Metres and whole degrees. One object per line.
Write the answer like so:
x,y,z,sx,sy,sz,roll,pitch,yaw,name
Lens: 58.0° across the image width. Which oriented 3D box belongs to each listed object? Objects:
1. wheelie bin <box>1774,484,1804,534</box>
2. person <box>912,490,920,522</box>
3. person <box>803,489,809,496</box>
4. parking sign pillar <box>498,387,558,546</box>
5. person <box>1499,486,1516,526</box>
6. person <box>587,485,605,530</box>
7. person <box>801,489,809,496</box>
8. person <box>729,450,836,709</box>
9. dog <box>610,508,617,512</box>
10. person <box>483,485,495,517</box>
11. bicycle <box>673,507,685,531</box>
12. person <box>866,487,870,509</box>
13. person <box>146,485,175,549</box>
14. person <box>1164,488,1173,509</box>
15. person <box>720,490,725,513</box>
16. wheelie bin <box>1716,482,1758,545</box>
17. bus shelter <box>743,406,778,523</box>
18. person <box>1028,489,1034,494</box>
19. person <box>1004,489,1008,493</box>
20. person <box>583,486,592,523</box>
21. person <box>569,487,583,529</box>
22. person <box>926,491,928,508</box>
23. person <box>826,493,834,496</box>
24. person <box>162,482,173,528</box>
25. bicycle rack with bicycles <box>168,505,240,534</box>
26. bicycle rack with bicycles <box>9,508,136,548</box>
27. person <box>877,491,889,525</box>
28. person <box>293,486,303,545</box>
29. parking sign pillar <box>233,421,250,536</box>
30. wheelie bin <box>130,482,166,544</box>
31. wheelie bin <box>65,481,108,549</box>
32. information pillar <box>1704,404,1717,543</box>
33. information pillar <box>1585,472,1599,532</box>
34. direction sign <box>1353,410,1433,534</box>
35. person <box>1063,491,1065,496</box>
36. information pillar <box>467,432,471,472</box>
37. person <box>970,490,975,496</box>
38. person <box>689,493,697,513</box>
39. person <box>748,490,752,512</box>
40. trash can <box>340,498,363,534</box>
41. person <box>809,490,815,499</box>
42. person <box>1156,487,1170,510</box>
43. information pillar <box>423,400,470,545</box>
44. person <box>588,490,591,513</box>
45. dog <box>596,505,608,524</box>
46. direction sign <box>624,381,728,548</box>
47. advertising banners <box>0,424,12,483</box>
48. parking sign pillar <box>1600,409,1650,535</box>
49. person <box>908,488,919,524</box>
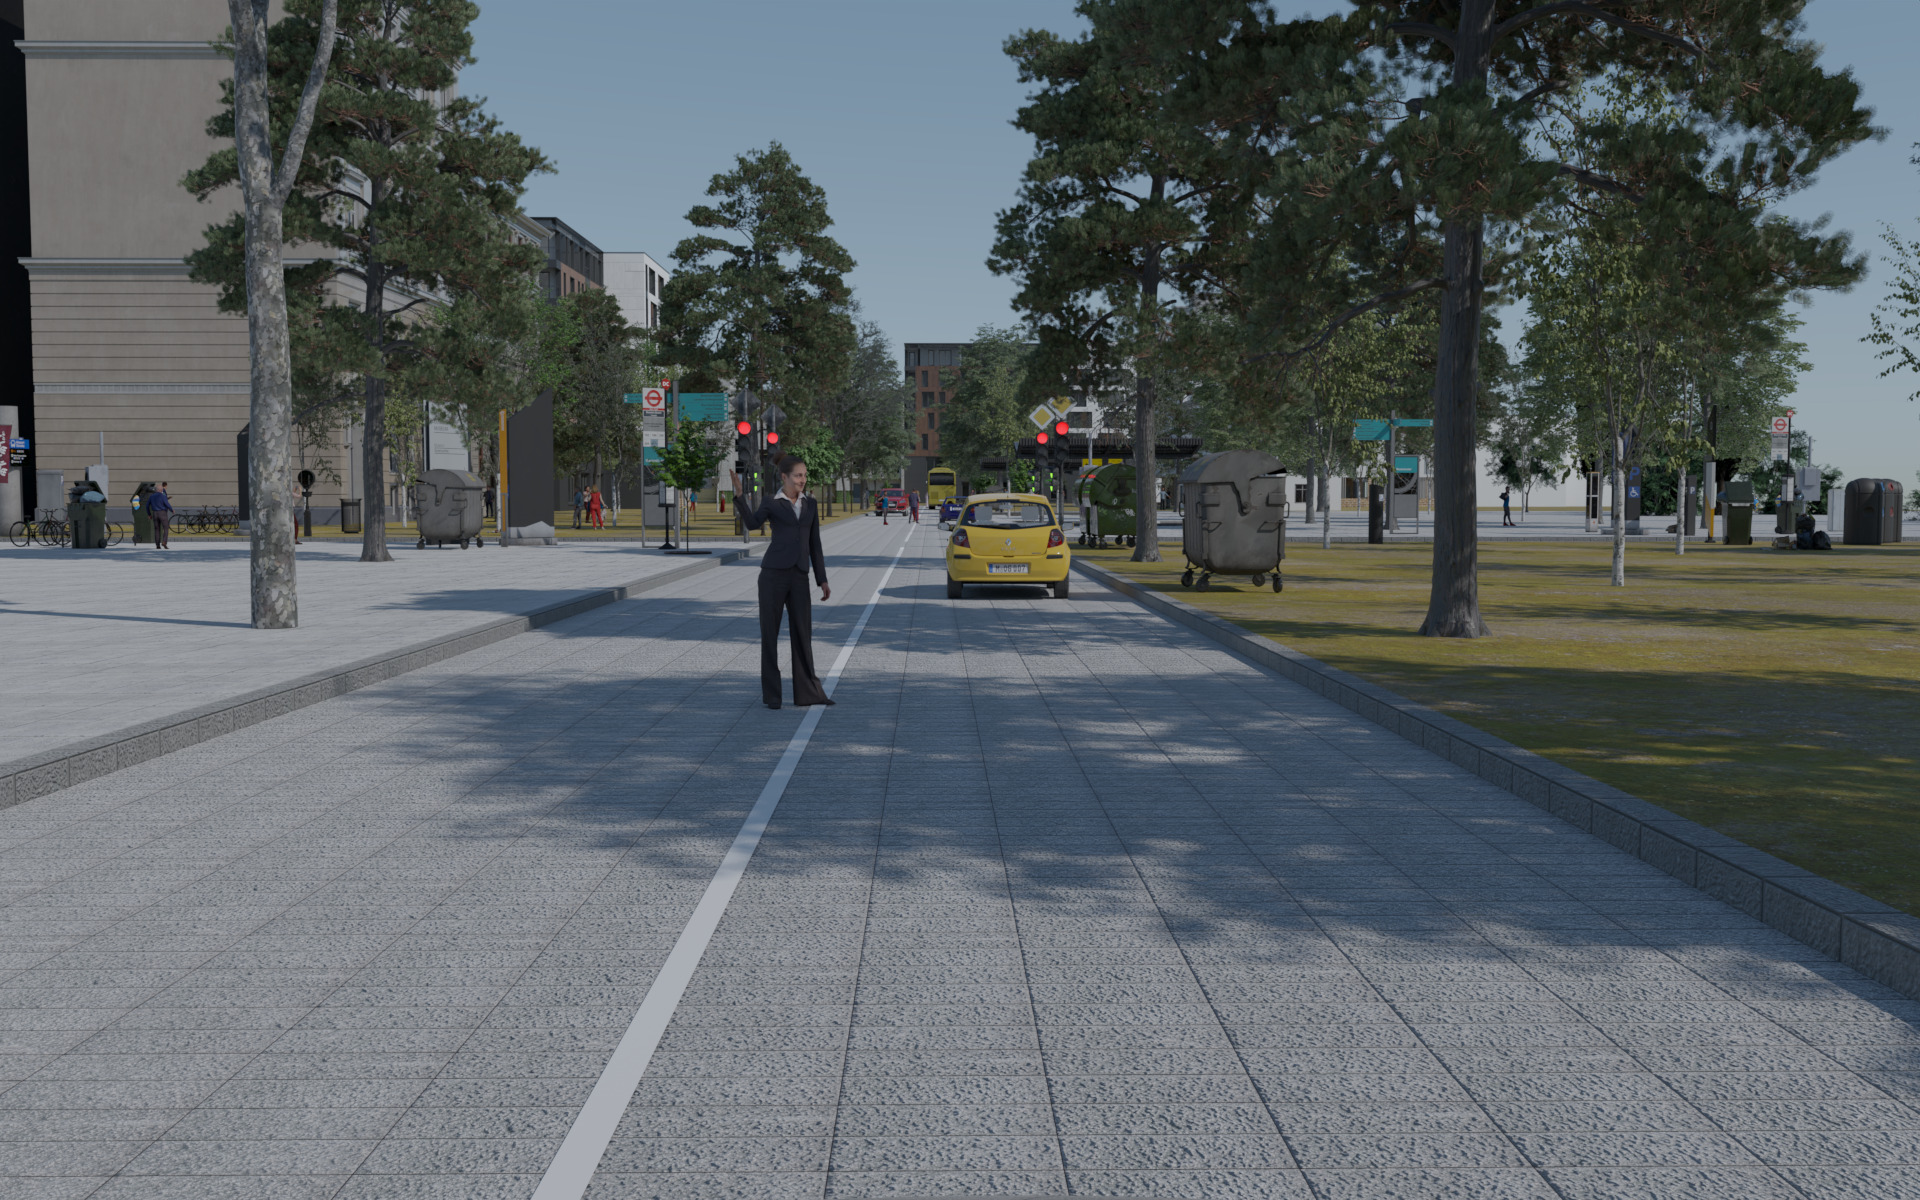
26.910,-2.950,56.148,0.980,1.594,0.693,-2,4,-27,wheelie bin
-2.275,-4.769,88.185,0.444,1.614,0.593,-1,4,-9,person
-15.743,-10.457,177.103,1.350,1.814,0.705,-3,4,-38,person
-10.862,-3.362,43.446,1.447,3.967,1.447,3,5,42,parking sign pillar
22.103,-3.792,69.916,0.662,1.594,0.647,1,4,8,person
-12.880,-3.275,61.292,0.593,1.614,0.444,0,4,6,person
-16.513,-10.820,182.911,1.348,1.831,0.705,0,4,4,person
-1.185,-0.133,11.486,0.445,1.727,0.742,2,4,28,person
-25.337,-6.666,126.719,0.550,0.427,0.748,0,4,2,dog
-25.873,-5.398,94.823,0.617,1.759,0.750,1,4,13,person
-9.436,-2.723,57.738,0.635,0.972,1.543,-1,4,-17,bicycle
-7.743,-8.355,142.627,0.705,1.826,1.348,2,4,33,person
-18.628,-1.944,40.516,0.574,1.496,0.600,2,4,25,person
18.172,-8.901,151.586,0.705,1.822,1.348,-3,5,-41,person
-16.046,-6.640,117.069,0.387,1.526,0.523,-1,4,-13,person
19.551,-2.186,43.647,0.980,1.594,0.693,1,4,10,wheelie bin
-8.907,-6.392,82.134,2.179,5.291,8.768,0,4,-1,bus shelter
6.602,-9.449,161.271,1.217,1.736,0.721,0,4,6,person
4.667,-10.559,178.663,1.348,1.826,0.705,2,4,33,person
-16.384,-4.221,76.510,0.517,1.644,0.566,-1,4,-13,person
-13.853,-3.328,62.673,0.429,1.552,0.499,2,4,29,person
-3.263,-10.213,176.149,0.551,1.740,0.621,2,4,25,person
-13.210,-10.378,175.707,0.705,1.826,1.348,3,5,39,person
-29.920,-3.578,65.246,0.576,1.737,0.504,3,4,38,person
-24.346,-2.634,56.451,2.925,0.926,2.852,0,4,-3,bicycle rack with bicycles
-21.856,-1.790,42.648,2.852,0.926,2.925,3,4,39,bicycle rack with bicycles
-3.501,-4.272,80.221,0.662,1.594,0.647,2,4,35,person
-16.969,-2.226,43.897,0.566,1.644,0.517,-2,4,-29,person
-21.760,-3.983,53.597,1.447,3.967,1.447,2,4,31,parking sign pillar
-21.105,-2.275,45.101,0.693,1.594,0.980,0,4,5,wheelie bin
-20.502,-2.005,40.686,0.980,1.594,0.693,1,4,17,wheelie bin
19.735,-3.313,45.518,0.183,3.616,0.504,0,4,7,information pillar
21.181,-3.274,58.028,0.304,2.012,0.304,-1,4,-10,information pillar
13.759,-4.032,54.687,2.525,3.948,1.411,0,4,3,direction sign
11.707,-11.570,196.686,0.415,1.643,0.593,1,4,11,person
-15.561,-3.944,53.866,0.750,3.857,0.750,-1,4,-21,information pillar
1.301,-10.517,178.916,0.541,1.710,0.530,3,4,38,person
-18.213,-6.753,118.155,0.593,1.614,0.444,-1,4,-11,person
-8.904,-4.136,74.331,0.551,1.740,0.621,0,4,-5,person
-19.754,-2.723,56.180,0.748,1.137,0.748,0,3,0,trash can
-8.773,-5.735,102.274,0.387,1.526,0.523,-2,4,-35,person
16.123,-8.054,137.717,1.348,1.826,0.705,-2,4,-27,person
-13.036,-3.222,43.996,0.184,3.620,1.656,1,4,18,information pillar
-24.080,-6.383,112.463,0.516,1.574,0.319,1,4,20,person
-15.596,-3.698,74.837,0.800,0.831,0.513,-1,4,-19,dog
-6.642,-3.227,41.527,2.525,3.948,1.411,0,4,7,direction sign
-24.859,-2.889,43.430,2.074,3.025,0.090,-1,4,-14,advertising banners
20.966,-4.038,54.498,1.447,3.967,1.447,0,4,-1,parking sign pillar
-2.227,-4.558,83.946,0.541,1.710,0.530,2,4,26,person
